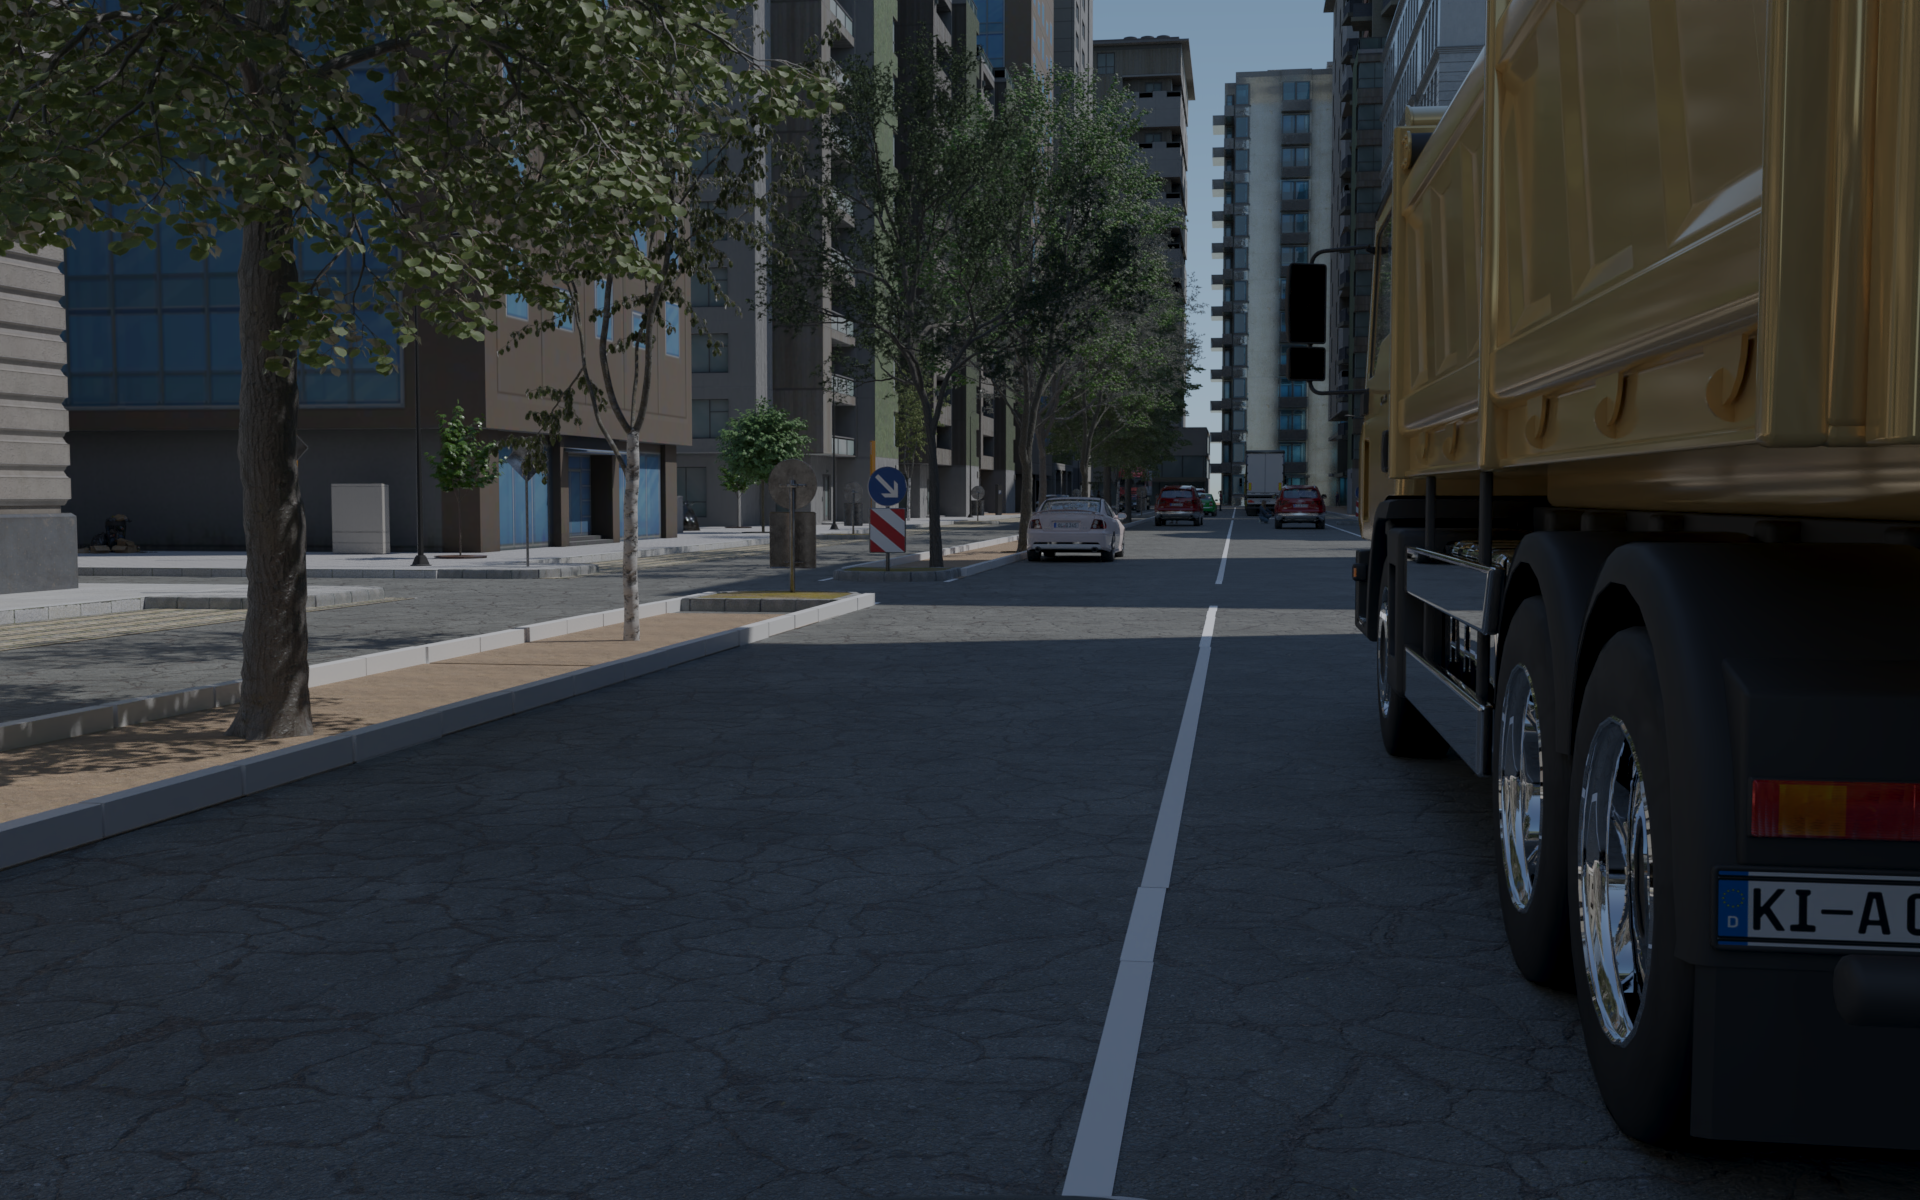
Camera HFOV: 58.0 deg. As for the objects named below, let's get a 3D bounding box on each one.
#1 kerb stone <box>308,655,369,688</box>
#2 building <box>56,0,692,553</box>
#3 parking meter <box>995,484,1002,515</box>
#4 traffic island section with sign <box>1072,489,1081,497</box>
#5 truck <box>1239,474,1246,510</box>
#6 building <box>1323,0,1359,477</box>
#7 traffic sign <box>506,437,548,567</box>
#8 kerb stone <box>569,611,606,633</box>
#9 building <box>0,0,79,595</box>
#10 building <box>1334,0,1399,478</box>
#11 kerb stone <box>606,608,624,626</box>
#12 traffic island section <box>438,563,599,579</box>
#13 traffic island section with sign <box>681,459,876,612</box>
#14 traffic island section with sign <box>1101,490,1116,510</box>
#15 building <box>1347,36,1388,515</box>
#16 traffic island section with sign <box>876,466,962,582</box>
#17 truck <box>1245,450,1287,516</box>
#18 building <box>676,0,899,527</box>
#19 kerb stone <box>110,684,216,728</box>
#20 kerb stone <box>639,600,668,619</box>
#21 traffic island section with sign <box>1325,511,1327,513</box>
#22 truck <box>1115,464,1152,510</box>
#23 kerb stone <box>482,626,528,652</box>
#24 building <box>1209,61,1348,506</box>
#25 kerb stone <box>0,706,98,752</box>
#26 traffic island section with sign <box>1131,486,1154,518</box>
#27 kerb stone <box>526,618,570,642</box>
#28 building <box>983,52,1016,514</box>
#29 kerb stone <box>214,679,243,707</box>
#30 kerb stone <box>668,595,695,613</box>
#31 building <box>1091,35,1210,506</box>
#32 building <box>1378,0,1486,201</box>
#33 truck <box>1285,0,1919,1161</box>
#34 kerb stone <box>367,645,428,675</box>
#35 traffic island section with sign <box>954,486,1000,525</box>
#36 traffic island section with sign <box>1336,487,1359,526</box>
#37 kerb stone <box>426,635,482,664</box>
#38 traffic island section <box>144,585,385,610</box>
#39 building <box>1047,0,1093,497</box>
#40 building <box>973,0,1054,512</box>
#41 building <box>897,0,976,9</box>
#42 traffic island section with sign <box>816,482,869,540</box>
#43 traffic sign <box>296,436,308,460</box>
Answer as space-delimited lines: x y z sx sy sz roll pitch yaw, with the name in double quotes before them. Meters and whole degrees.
"kerb stone" -4.786 0.559 13.067 0.120 0.150 1.000 1 4 9
"building" -15.837 -24.089 43.963 14.600 45.320 14.200 1 4 9
"parking meter" 2.344 -6.061 104.816 0.399 1.863 0.255 -3 4 -38
"traffic island section with sign" 8.884 -7.521 131.597 1.989 1.847 2.006 1 4 9
"truck" 26.686 -9.709 154.661 3.469 3.379 9.791 1 4 9
"building" 48.582 -34.911 160.033 28.713 52.752 27.495 1 4 9
"traffic sign" -7.651 -1.649 30.609 0.795 2.450 0.064 1 4 9
"kerb stone" -3.979 0.248 18.143 0.120 0.150 1.000 1 4 9
"building" -21.880 -11.665 19.609 19.941 23.489 11.050 1 4 9
"building" 40.603 -29.229 132.515 22.147 44.769 28.867 1 4 9
"kerb stone" -3.816 0.190 19.152 0.120 0.150 1.000 1 4 9
"traffic island section" -7.675 -0.513 30.675 2.009 0.180 2.903 1 4 9
"traffic island section with sign" -2.282 -0.846 21.961 2.006 1.907 1.989 1 4 9
"traffic island section with sign" 13.335 -9.216 159.311 1.989 1.847 2.006 1 4 9
"building" 32.378 -20.842 112.462 14.160 30.474 14.107 1 4 9
"traffic island section with sign" -1.098 -1.293 29.274 2.006 1.907 1.989 1 4 9
"truck" 20.456 -7.772 115.979 2.839 4.237 11.283 1 4 10
"building" -10.850 -23.817 73.009 14.154 41.232 14.086 1 4 9
"kerb stone" -5.109 0.682 11.048 0.120 0.150 1.000 1 4 9
"kerb stone" -3.648 0.125 20.164 0.120 0.150 1.000 1 4 9
"traffic island section with sign" 26.144 -7.320 128.311 1.989 1.847 2.006 1 4 9
"truck" 15.629 -10.135 154.619 2.839 4.237 11.283 1 4 9
"kerb stone" -4.300 0.380 16.114 0.120 0.150 1.000 1 4 9
"building" 43.629 -35.147 194.262 30.456 49.044 23.786 1 4 9
"kerb stone" -5.280 0.748 10.033 0.120 0.150 1.000 1 4 9
"traffic island section with sign" 10.814 -5.831 103.466 2.006 1.907 1.989 1 4 9
"kerb stone" -4.137 0.310 17.133 0.120 0.150 1.000 1 4 9
"building" -4.211 -20.883 113.142 14.160 30.474 14.107 1 4 9
"kerb stone" -4.945 0.624 12.057 0.120 0.150 1.000 1 4 9
"kerb stone" -3.481 0.065 21.179 0.120 0.150 1.000 1 4 9
"building" 15.287 -37.496 202.301 27.495 52.752 28.713 1 4 9
"building" 27.527 -18.854 85.752 11.434 29.767 29.804 1 4 9
"truck" 3.238 -0.691 7.226 3.469 3.379 9.791 1 4 9
"kerb stone" -4.631 0.497 14.077 0.120 0.150 1.000 1 4 9
"traffic island section with sign" 0.833 -4.460 81.552 1.989 1.847 2.006 1 4 9
"traffic island section with sign" 18.293 -4.331 79.436 1.989 1.847 2.006 1 4 9
"kerb stone" -4.458 0.438 15.096 0.120 0.150 1.000 1 4 9
"traffic island section" -8.942 -0.031 22.790 2.009 0.180 2.903 1 4 9
"building" 2.005 -44.745 169.824 20.611 71.187 20.563 1 4 9
"building" -0.785 -29.196 127.470 14.600 45.320 14.200 1 4 9
"building" -6.913 -19.776 95.044 14.160 30.474 14.107 1 4 9
"traffic island section with sign" -3.445 -2.831 54.916 1.989 1.847 2.006 1 4 9
"traffic sign" -8.918 -1.167 22.725 0.795 2.450 0.064 1 4 9
